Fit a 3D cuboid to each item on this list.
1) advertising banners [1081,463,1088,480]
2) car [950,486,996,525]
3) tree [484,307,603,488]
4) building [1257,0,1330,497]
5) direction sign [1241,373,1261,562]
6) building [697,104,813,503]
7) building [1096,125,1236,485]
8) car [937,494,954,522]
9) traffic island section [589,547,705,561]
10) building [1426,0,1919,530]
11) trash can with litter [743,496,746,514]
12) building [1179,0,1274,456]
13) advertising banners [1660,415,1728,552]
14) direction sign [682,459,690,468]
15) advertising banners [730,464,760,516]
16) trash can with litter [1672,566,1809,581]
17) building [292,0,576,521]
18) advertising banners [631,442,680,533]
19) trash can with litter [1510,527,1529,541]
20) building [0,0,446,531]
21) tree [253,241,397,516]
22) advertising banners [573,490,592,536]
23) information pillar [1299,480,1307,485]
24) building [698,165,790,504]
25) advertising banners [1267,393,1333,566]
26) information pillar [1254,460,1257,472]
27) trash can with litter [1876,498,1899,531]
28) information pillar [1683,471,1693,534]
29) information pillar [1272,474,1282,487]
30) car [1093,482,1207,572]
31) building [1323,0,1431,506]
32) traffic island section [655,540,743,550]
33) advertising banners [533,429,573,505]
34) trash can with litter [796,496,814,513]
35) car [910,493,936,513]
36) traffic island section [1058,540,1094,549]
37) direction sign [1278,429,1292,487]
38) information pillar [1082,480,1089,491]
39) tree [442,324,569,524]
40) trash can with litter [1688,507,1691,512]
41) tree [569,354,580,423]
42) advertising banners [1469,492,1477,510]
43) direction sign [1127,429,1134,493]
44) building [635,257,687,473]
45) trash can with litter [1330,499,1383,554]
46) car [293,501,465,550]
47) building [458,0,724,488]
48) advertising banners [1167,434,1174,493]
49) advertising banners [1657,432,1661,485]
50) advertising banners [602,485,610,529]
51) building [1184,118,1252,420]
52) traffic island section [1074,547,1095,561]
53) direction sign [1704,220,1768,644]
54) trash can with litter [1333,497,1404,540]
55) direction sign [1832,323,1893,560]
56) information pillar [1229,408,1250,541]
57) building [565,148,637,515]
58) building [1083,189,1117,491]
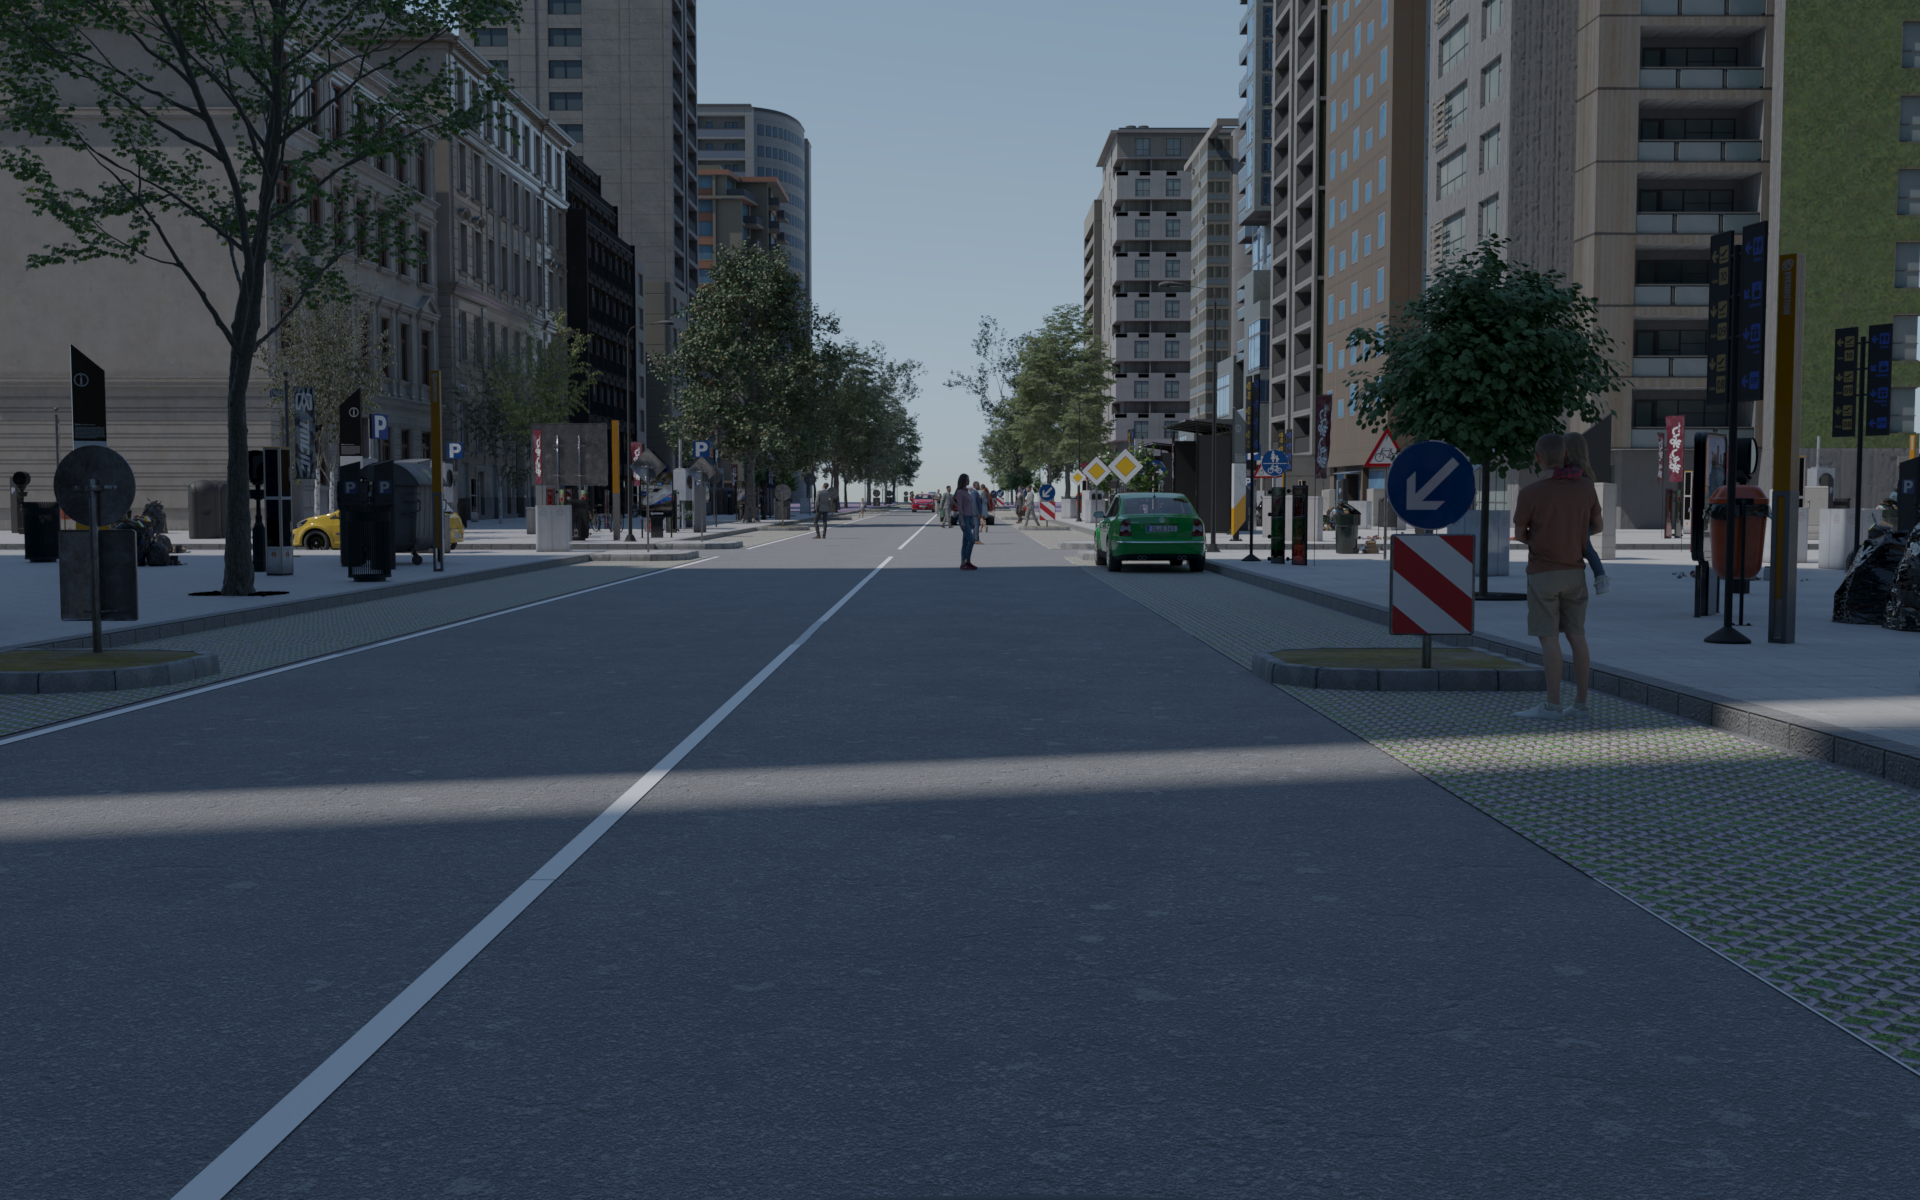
[{"bbox_3d":[7.507,-6.110,96.089,0.090,3.025,2.074,-3,5,-45],"label":"advertising banners"},{"bbox_3d":[0.551,-4.425,81.023,2.281,1.827,5.304,0,4,-1],"label":"car"},{"bbox_3d":[-16.122,-7.156,67.361,4.737,8.622,4.395,0,3,0],"label":"tree"},{"bbox_3d":[29.704,-41.058,109.550,20.563,71.187,20.611,0,3,0],"label":"building"},{"bbox_3d":[5.567,-2.508,33.005,0.379,3.537,0.876,0,4,-6],"label":"direction sign"},{"bbox_3d":[-34.054,-44.020,261.724,21.231,58.520,28.212,0,3,0],"label":"building"},{"bbox_3d":[34.466,-40.070,244.390,28.713,52.752,27.495,0,3,0],"label":"building"},{"bbox_3d":[-0.147,-4.813,90.489,2.131,1.459,4.920,0,4,-1],"label":"car"},{"bbox_3d":[-6.887,-0.970,38.147,2.009,0.180,2.903,0,3,0],"label":"traffic island section"},{"bbox_3d":[26.856,-23.435,66.760,14.086,41.232,14.154,0,3,0],"label":"building"},{"bbox_3d":[-12.511,-5.400,99.684,0.624,1.170,1.055,-2,4,-31],"label":"trash can with litter"},{"bbox_3d":[31.210,-50.669,141.101,22.319,86.520,31.000,0,3,0],"label":"building"},{"bbox_3d":[16.188,-2.543,37.760,0.090,3.025,2.074,-2,4,-26],"label":"advertising banners"},{"bbox_3d":[-13.644,-5.746,85.949,0.379,3.537,0.876,-3,4,-39],"label":"direction sign"},{"bbox_3d":[-12.556,-6.426,101.250,2.074,3.025,0.090,-3,5,-41],"label":"advertising banners"},{"bbox_3d":[11.709,-0.941,26.438,1.678,1.210,2.233,0,4,-4],"label":"trash can with litter"},{"bbox_3d":[-29.348,-18.066,92.639,12.463,27.353,25.104,0,3,0],"label":"building"},{"bbox_3d":[-10.144,-3.749,57.486,2.074,3.025,0.090,2,4,32],"label":"advertising banners"},{"bbox_3d":[15.691,-2.198,46.989,1.678,1.210,2.233,-3,5,-42],"label":"trash can with litter"},{"bbox_3d":[-29.032,-14.281,69.652,11.583,22.565,21.152,0,3,0],"label":"building"},{"bbox_3d":[-18.493,-6.085,49.849,4.360,8.622,3.978,0,3,0],"label":"tree"},{"bbox_3d":[-11.976,-3.466,52.861,2.074,3.025,0.090,3,4,38],"label":"advertising banners"},{"bbox_3d":[17.884,-5.259,90.475,0.304,2.012,0.304,-1,4,-22],"label":"information pillar"},{"bbox_3d":[-34.635,-35.377,233.039,22.147,44.769,28.867,0,3,0],"label":"building"},{"bbox_3d":[6.109,-2.139,31.155,0.090,3.025,2.074,-1,4,-20],"label":"advertising banners"},{"bbox_3d":[13.064,-5.275,77.593,0.504,3.616,0.183,2,4,25],"label":"information pillar"},{"bbox_3d":[26.418,-2.292,48.856,1.055,1.170,0.624,-1,4,-22],"label":"trash can with litter"},{"bbox_3d":[23.324,-3.106,55.276,0.304,2.012,0.304,-2,4,-27],"label":"information pillar"},{"bbox_3d":[15.516,-5.705,84.625,0.504,3.616,0.183,-1,4,-10],"label":"information pillar"},{"bbox_3d":[3.585,-1.490,33.156,1.959,1.807,4.718,0,4,-1],"label":"car"},{"bbox_3d":[26.394,-26.597,84.980,14.600,45.320,14.200,0,3,0],"label":"building"},{"bbox_3d":[-6.892,-1.459,46.132,2.009,0.180,2.903,0,3,0],"label":"traffic island section"},{"bbox_3d":[-10.942,-3.065,46.294,0.090,3.025,2.074,-3,4,-38],"label":"advertising banners"},{"bbox_3d":[-10.378,-6.564,118.376,1.678,1.210,2.233,0,4,-4],"label":"trash can with litter"},{"bbox_3d":[-2.812,-7.744,135.657,2.155,1.783,4.494,0,4,2],"label":"car"},{"bbox_3d":[3.649,-1.459,46.135,2.009,0.180,2.903,0,3,0],"label":"traffic island section"},{"bbox_3d":[11.368,-4.198,60.629,0.379,3.537,0.876,-1,4,-21],"label":"direction sign"},{"bbox_3d":[6.544,-5.252,90.357,0.304,2.012,0.304,2,4,25],"label":"information pillar"},{"bbox_3d":[-19.857,-7.568,74.101,4.360,8.622,3.978,0,3,0],"label":"tree"},{"bbox_3d":[20.750,-2.232,47.879,1.055,1.170,0.624,0,4,4],"label":"trash can with litter"},{"bbox_3d":[-20.028,-8.096,82.737,4.360,8.622,3.978,0,3,0],"label":"tree"},{"bbox_3d":[17.776,-3.915,60.204,0.090,3.025,2.074,2,4,26],"label":"advertising banners"},{"bbox_3d":[5.951,-4.184,60.410,0.379,3.537,0.876,0,4,-8],"label":"direction sign"},{"bbox_3d":[-37.398,-17.779,135.729,27.650,21.520,28.899,0,3,0],"label":"building"},{"bbox_3d":[8.530,-1.580,37.226,1.055,1.170,0.624,0,4,-7],"label":"trash can with litter"},{"bbox_3d":[-14.047,-1.929,41.771,3.980,1.641,2.015,0,4,2],"label":"car"},{"bbox_3d":[-32.772,-44.078,158.925,20.563,71.187,20.611,0,3,0],"label":"building"},{"bbox_3d":[6.115,-3.304,50.204,0.090,3.025,2.074,1,4,10],"label":"advertising banners"},{"bbox_3d":[20.403,-3.279,49.796,0.090,3.025,2.074,3,5,43],"label":"advertising banners"},{"bbox_3d":[-12.951,-4.103,63.279,0.090,3.025,2.074,0,4,-5],"label":"advertising banners"},{"bbox_3d":[35.850,-29.304,170.996,32.217,40.220,23.993,0,3,0],"label":"building"},{"bbox_3d":[3.655,-0.971,38.150,2.009,0.180,2.903,0,3,0],"label":"traffic island section"},{"bbox_3d":[6.630,-1.398,14.854,0.379,3.537,0.876,0,4,-5],"label":"direction sign"},{"bbox_3d":[11.766,-2.334,49.215,2.233,1.210,1.678,1,4,19],"label":"trash can with litter"},{"bbox_3d":[12.172,-1.923,23.433,0.379,3.537,0.876,-1,4,-23],"label":"direction sign"},{"bbox_3d":[7.582,-3.411,47.130,0.504,3.616,0.183,-3,4,-38],"label":"information pillar"},{"bbox_3d":[-28.786,-17.340,113.191,12.332,23.373,15.834,0,3,0],"label":"building"},{"bbox_3d":[30.588,-39.479,269.181,21.300,48.544,21.600,0,3,0],"label":"building"}]
